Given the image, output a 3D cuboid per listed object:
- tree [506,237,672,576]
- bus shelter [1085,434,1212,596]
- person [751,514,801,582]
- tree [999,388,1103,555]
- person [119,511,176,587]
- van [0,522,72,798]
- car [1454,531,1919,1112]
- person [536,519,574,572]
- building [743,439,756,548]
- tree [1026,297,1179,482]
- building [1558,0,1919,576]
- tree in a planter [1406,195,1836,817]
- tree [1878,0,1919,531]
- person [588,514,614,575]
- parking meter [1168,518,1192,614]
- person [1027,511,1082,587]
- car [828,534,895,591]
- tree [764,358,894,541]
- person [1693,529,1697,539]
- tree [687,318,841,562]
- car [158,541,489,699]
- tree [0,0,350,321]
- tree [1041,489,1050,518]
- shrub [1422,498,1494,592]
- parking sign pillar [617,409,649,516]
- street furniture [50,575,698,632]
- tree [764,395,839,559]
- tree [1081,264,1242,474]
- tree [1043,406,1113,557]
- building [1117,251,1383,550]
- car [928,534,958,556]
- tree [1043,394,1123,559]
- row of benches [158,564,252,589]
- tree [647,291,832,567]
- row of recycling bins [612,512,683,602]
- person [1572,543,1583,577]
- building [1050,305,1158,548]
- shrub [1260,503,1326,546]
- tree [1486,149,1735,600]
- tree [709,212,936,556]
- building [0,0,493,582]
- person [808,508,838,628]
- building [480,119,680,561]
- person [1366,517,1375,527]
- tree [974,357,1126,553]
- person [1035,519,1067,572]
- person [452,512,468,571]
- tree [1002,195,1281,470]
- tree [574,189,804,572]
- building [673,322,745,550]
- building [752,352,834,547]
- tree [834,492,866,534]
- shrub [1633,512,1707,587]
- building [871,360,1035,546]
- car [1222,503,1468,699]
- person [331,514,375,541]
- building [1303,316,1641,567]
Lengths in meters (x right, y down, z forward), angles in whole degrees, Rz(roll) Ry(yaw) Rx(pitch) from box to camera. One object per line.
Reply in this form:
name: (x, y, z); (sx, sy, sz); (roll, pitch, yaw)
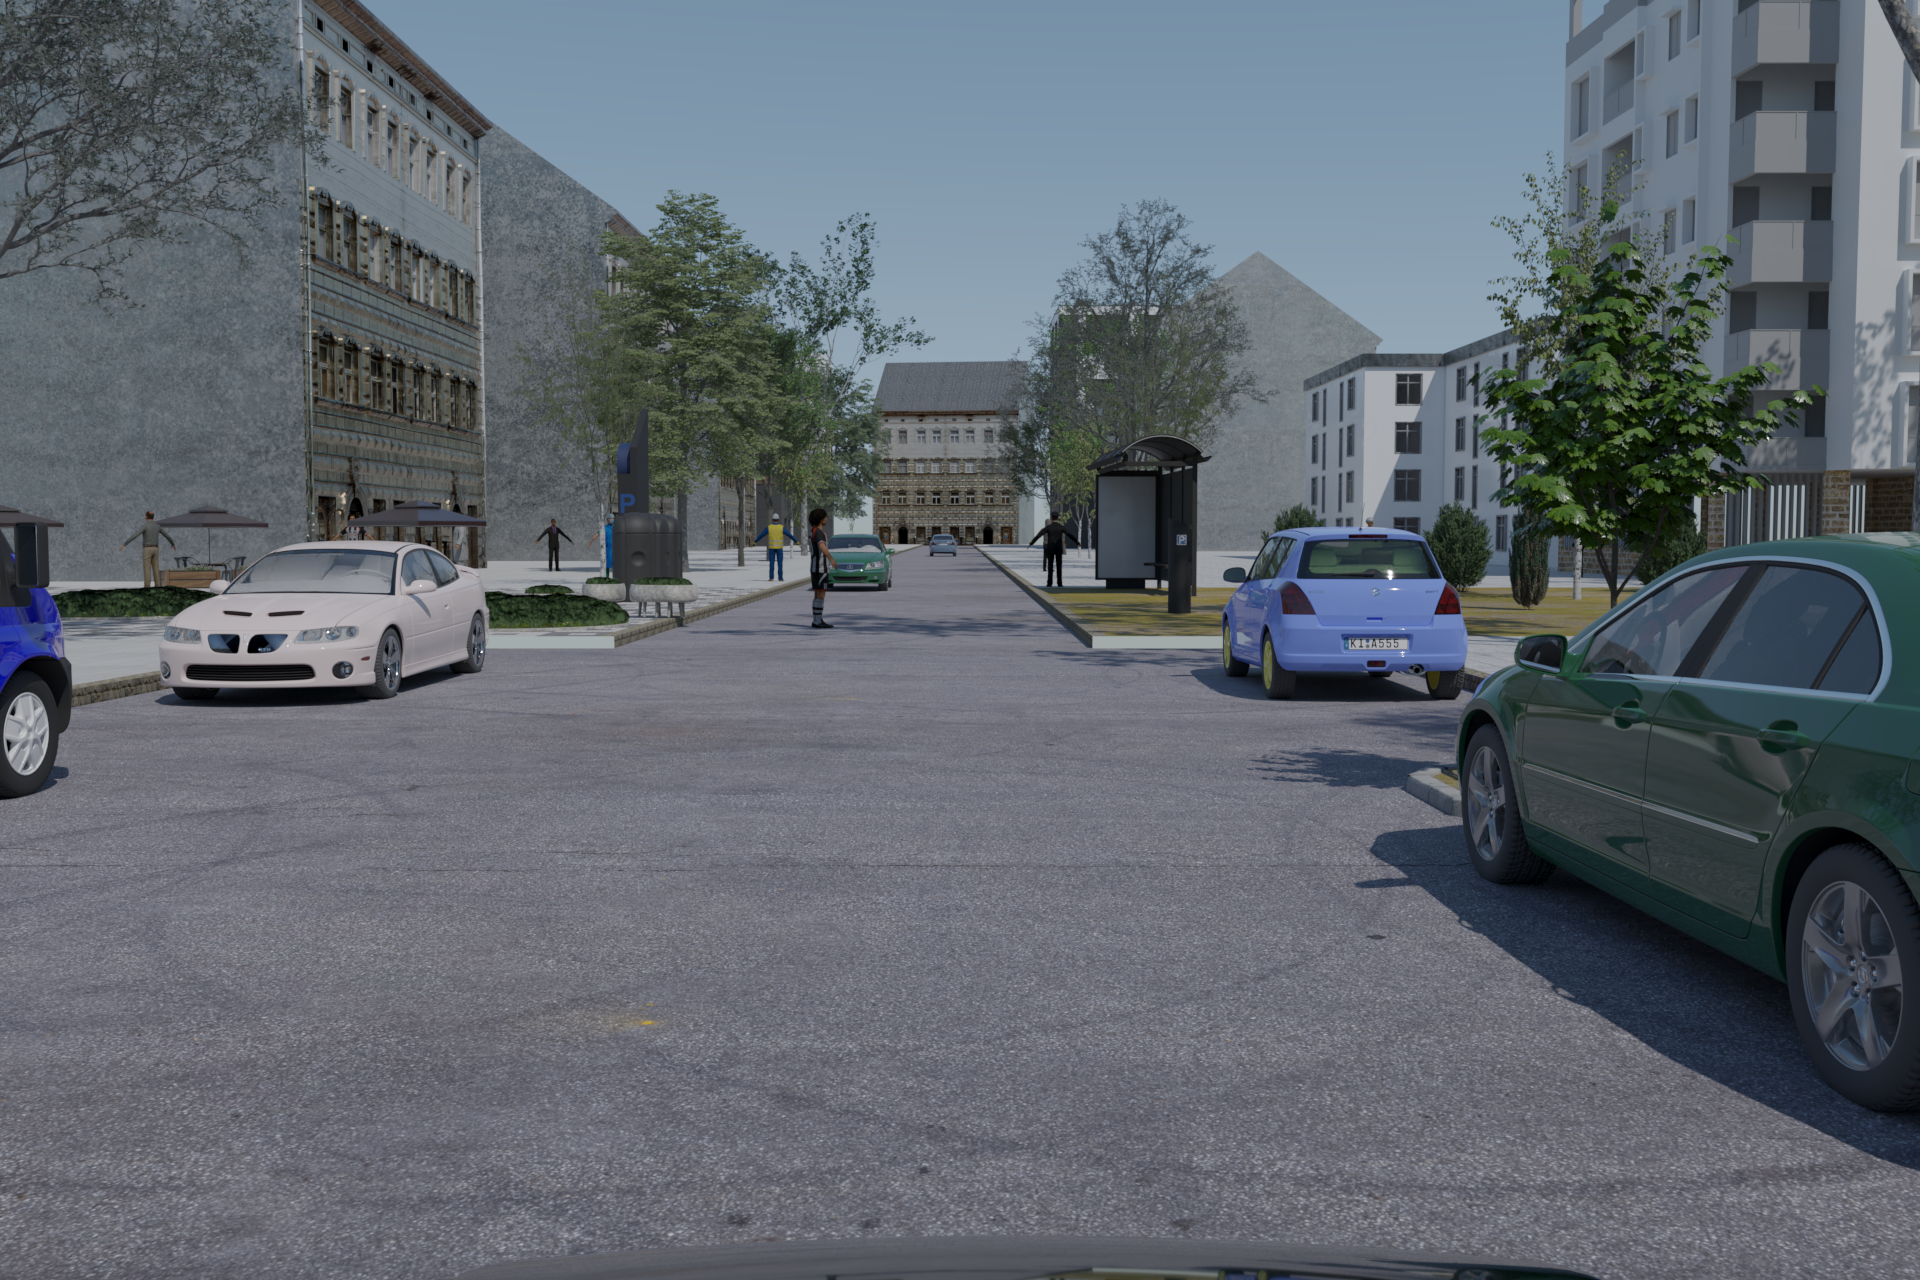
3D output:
tree: (-8.885, -5.688, 43.361); (4.360, 8.622, 3.978); (0, 3, 0)
bus shelter: (4.024, -2.693, 37.950); (2.014, 3.302, 5.546); (0, 4, -2)
person: (-4.981, -2.501, 46.863); (1.349, 1.833, 0.705); (0, 4, -5)
tree: (6.096, -10.515, 106.325); (7.601, 10.594, 8.767); (1, 4, 17)
person: (-18.180, -1.994, 38.872); (0.705, 1.796, 1.348); (2, 4, 33)
van: (-6.008, -0.202, 7.684); (2.240, 2.365, 5.245); (0, 4, 0)
car: (3.104, 0.370, 5.742); (2.131, 1.459, 4.920); (0, 4, -1)
person: (-13.846, -3.233, 59.080); (1.346, 1.802, 0.704); (-2, 4, -32)
building: (-29.503, -20.277, 162.465); (19.493, 23.208, 18.063); (0, 4, 0)
tree: (6.778, -9.169, 75.665); (9.928, 11.665, 9.643); (0, 3, 0)
building: (25.468, -12.267, 56.988); (16.016, 20.090, 11.380); (0, 3, 0)
tree in a planter: (3.488, -0.732, 9.193); (1.991, 3.239, 1.994); (0, 4, -1)
tree: (8.125, -9.847, 16.888); (12.611, 20.169, 13.585); (0, 3, 0)
person: (-9.199, -2.421, 45.713); (1.347, 1.817, 0.704); (-2, 4, -33)
parking meter: (3.557, -1.200, 28.035); (0.372, 1.533, 0.369); (0, 3, 0)
person: (2.303, -2.209, 42.056); (1.347, 1.837, 0.705); (0, 4, 0)
car: (-2.726, -2.032, 45.026); (2.131, 1.459, 4.920); (0, 4, 0)
tree: (-9.398, -13.264, 123.524); (9.857, 13.997, 8.962); (0, 3, 0)
person: (17.480, -2.168, 41.632); (0.705, 1.806, 1.347); (0, 4, 6)
tree: (-9.031, -9.511, 81.253); (9.928, 11.665, 9.643); (0, 3, 0)
car: (-5.880, -0.256, 16.540); (2.083, 1.381, 4.827); (0, 4, 0)
tree: (-12.265, -6.676, 19.516); (12.009, 13.543, 11.850); (0, 3, 0)
tree: (12.607, -16.127, 214.040); (4.360, 8.622, 3.978); (0, 3, 0)
shrub: (10.960, -2.105, 38.453); (1.661, 2.075, 1.752); (0, 3, 0)
parking sign pillar: (-6.931, -2.954, 36.775); (1.447, 3.967, 1.447); (0, 4, 1)
street furniture: (-8.895, -0.667, 26.538); (10.072, 0.657, 5.734); (2, 4, 27)
tree: (-8.400, -8.463, 88.726); (4.737, 8.622, 4.395); (0, 3, 0)
tree: (5.997, -5.911, 47.011); (4.360, 8.622, 3.978); (0, 3, 0)
tree: (6.651, -8.944, 96.603); (4.737, 8.622, 4.395); (0, 3, 0)
building: (23.154, -19.139, 143.846); (19.493, 23.208, 18.063); (0, 4, 0)
car: (-1.090, -6.123, 112.116); (2.014, 1.417, 4.499); (0, 4, 0)
tree: (6.600, -8.536, 89.932); (4.737, 8.622, 4.395); (0, 3, 0)
row of benches: (-14.467, -1.268, 36.195); (4.104, 0.672, 1.422); (-3, 4, -36)
tree: (-8.805, -8.147, 67.614); (8.767, 10.594, 7.601); (2, 4, 29)
row of recycling bins: (-6.099, -1.655, 34.165); (1.069, 1.692, 3.534); (0, 4, 1)
person: (18.409, -2.800, 51.560); (0.705, 1.856, 1.354); (2, 4, 24)
building: (22.666, -19.999, 170.960); (27.936, 21.610, 32.646); (0, 4, 0)
shrub: (8.073, -2.291, 41.503); (1.661, 2.075, 1.752); (0, 3, 0)
tree: (12.243, -5.083, 33.476); (4.737, 8.622, 4.395); (0, 3, 0)
tree: (-7.808, -14.994, 101.045); (12.611, 20.169, 13.585); (0, 3, 0)
building: (-26.845, -13.701, 54.940); (19.493, 23.208, 18.063); (0, 4, -1)
person: (-2.119, -1.091, 26.437); (0.704, 1.843, 1.345); (-1, 4, -17)
building: (-25.707, -15.854, 90.140); (19.493, 23.208, 18.063); (0, 4, 0)
person: (11.949, -2.675, 50.194); (1.216, 1.772, 0.721); (-3, 5, -42)
tree: (6.315, -12.774, 119.219); (12.009, 13.543, 11.850); (0, 3, 0)
person: (3.028, -3.253, 59.313); (1.348, 1.813, 0.705); (2, 4, 34)
person: (-11.942, -2.144, 41.239); (0.705, 1.806, 1.347); (-1, 4, -20)
tree: (6.401, -9.315, 62.669); (12.009, 13.543, 11.850); (0, 3, 0)
tree: (-9.005, -8.514, 57.331); (7.486, 12.596, 7.792); (0, 3, 0)
building: (-28.259, -19.155, 144.114); (19.493, 23.208, 18.063); (0, 4, -1)
building: (-28.938, -21.313, 192.447); (27.936, 21.610, 32.646); (0, 4, -1)
tree: (-13.016, -16.067, 213.063); (4.360, 8.622, 3.978); (0, 3, 0)
shrub: (15.593, -2.057, 38.052); (1.690, 2.028, 1.600); (0, 3, 0)
building: (-0.468, -23.610, 219.406); (18.063, 23.208, 19.493); (1, 4, 8)
car: (3.504, -0.412, 16.326); (1.945, 1.707, 3.694); (0, 4, 0)
person: (-16.282, -2.468, 46.489); (1.345, 1.843, 0.704); (0, 4, -7)
building: (23.226, -8.473, 80.687); (9.099, 9.664, 28.070); (0, 4, 0)
